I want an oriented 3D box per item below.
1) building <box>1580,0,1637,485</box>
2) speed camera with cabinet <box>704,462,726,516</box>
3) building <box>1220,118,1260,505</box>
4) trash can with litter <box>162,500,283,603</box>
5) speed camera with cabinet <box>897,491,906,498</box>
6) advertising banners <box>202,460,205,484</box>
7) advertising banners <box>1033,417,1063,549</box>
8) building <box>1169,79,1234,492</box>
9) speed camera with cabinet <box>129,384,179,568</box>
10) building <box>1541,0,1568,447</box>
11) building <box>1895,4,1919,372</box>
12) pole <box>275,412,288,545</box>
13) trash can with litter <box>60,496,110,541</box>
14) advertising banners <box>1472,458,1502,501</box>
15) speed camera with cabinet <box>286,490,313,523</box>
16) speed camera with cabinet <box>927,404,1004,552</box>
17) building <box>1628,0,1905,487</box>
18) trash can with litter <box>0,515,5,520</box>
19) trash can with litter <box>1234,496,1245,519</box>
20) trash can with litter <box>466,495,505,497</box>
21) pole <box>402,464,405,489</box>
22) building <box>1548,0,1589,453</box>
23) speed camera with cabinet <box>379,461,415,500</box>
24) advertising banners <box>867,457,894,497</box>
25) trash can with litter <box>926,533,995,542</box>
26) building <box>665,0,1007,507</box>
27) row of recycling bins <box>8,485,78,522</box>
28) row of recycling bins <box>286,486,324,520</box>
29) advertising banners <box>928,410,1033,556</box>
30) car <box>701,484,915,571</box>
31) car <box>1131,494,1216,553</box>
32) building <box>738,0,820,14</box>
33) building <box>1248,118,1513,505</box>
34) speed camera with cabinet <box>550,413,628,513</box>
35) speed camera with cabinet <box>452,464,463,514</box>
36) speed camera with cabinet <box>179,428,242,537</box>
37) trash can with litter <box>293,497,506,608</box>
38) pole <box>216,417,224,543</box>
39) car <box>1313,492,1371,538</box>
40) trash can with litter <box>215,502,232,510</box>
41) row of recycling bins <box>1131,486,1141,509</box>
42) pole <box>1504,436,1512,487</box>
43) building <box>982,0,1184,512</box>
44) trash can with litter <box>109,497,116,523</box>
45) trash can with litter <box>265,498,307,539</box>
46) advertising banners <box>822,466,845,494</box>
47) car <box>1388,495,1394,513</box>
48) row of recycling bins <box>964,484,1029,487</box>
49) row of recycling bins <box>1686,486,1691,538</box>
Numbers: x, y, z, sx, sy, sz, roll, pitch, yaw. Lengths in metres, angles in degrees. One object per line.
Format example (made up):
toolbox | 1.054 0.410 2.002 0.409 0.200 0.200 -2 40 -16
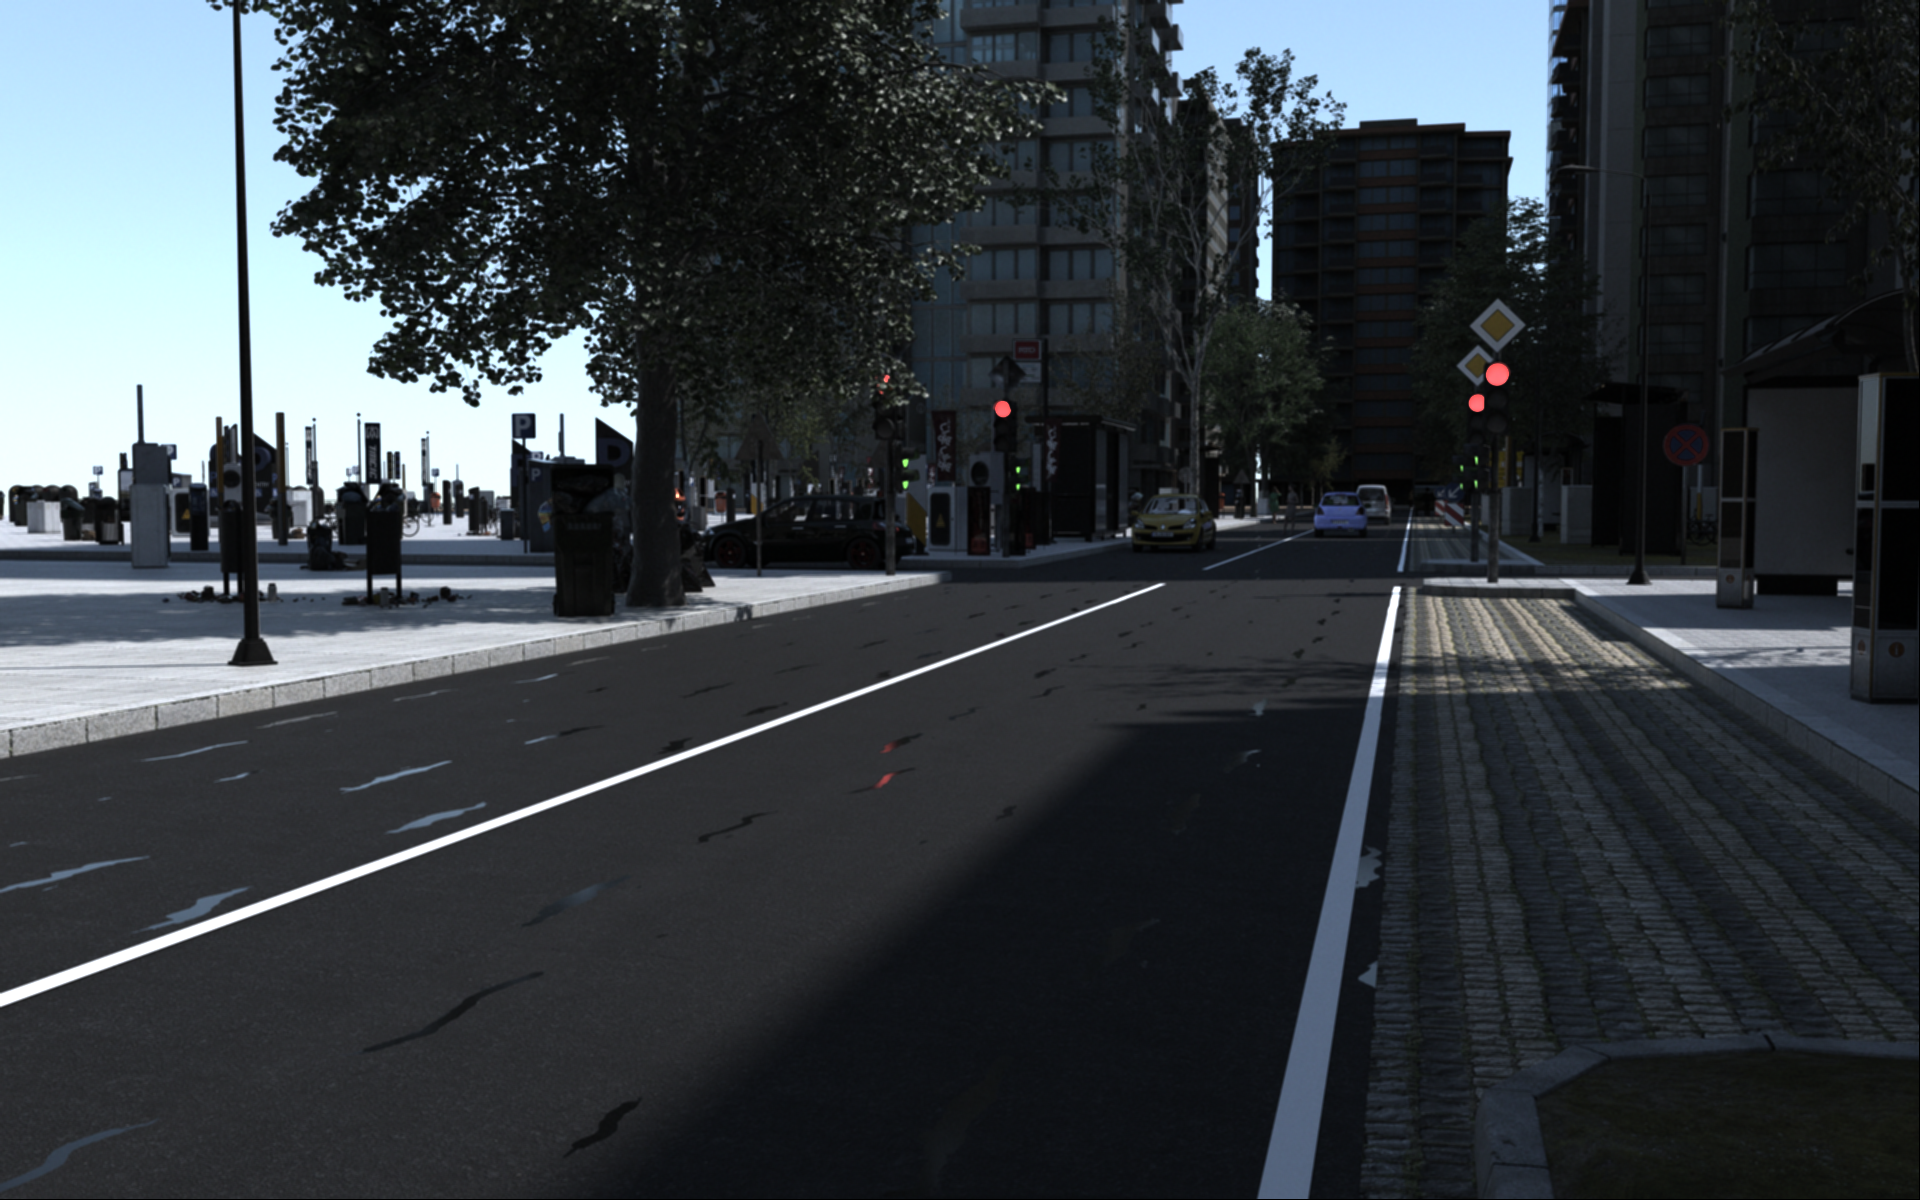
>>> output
building | 55.830 -35.559 123.381 21.231 58.520 28.212 1 4 15
speed camera with cabinet | -14.613 -6.701 103.892 2.038 3.252 0.660 2 4 30
building | 28.020 -34.077 207.262 14.200 45.320 14.600 1 4 15
trash can with litter | -8.891 -0.615 21.116 1.678 1.210 2.233 -3 5 -41
speed camera with cabinet | -2.508 -5.508 84.386 0.660 3.252 2.038 1 4 16
advertising banners | -39.502 -5.740 90.035 0.090 3.025 2.074 -2 4 -35
advertising banners | 1.546 -2.690 40.173 2.074 3.025 0.090 3 5 41
building | 12.747 -28.793 162.644 23.993 40.220 32.217 1 4 15
speed camera with cabinet | -14.370 -2.228 30.766 0.660 3.252 2.038 -1 4 -22
building | 78.828 -54.054 196.448 31.000 86.520 22.319 1 4 15
building | 38.021 -36.980 42.868 20.611 71.187 20.563 1 4 15
pole | -16.928 -3.019 43.209 0.158 3.312 0.155 0 3 0
trash can with litter | -24.190 -2.221 47.694 1.055 1.170 0.624 0 4 5
advertising banners | 24.285 -5.059 78.903 2.074 3.025 0.090 2 4 31
speed camera with cabinet | -29.585 -5.006 76.181 0.660 3.252 2.038 3 4 38
speed camera with cabinet | 0.146 -2.713 38.695 0.660 3.252 2.038 -3 5 -44
building | 43.705 -19.719 94.101 14.160 30.474 14.107 1 4 15
trash can with litter | -47.821 -4.540 85.612 1.055 1.170 0.624 0 4 -3
trash can with litter | 14.494 -4.829 90.347 0.624 1.170 1.055 0 4 -7
trash can with litter | -14.848 -2.629 54.035 1.678 1.210 2.233 -2 4 -29
pole | -37.401 -7.502 116.501 0.158 3.312 0.155 0 3 0
building | 63.402 -30.382 151.373 22.147 44.769 28.867 1 4 15
speed camera with cabinet | -33.512 -6.649 103.053 2.038 3.252 0.660 -1 4 -21
advertising banners | -3.793 -5.270 82.357 0.090 3.025 2.074 3 4 36
trash can with litter | 0.181 -2.158 46.345 2.233 1.210 1.678 -1 4 -23
building | -13.131 -33.834 172.793 30.456 49.044 23.786 1 4 15
row of recycling bins | -41.896 -4.409 79.203 3.534 1.692 1.069 1 4 14
row of recycling bins | -33.597 -4.917 87.501 3.534 1.692 1.069 2 4 24
advertising banners | 0.423 -2.442 36.121 2.074 3.025 0.090 1 4 8
car | -2.944 -1.418 32.963 4.222 1.686 2.009 1 4 13
car | 5.424 -2.052 43.769 2.015 1.641 3.980 1 4 15
building | -16.099 -47.874 220.996 20.611 71.187 20.563 1 4 15
building | 49.859 -33.704 205.676 28.867 44.769 22.147 1 4 15
speed camera with cabinet | -9.067 -2.935 42.321 2.038 3.252 0.660 2 4 31
speed camera with cabinet | -32.187 -7.284 113.429 2.038 3.252 0.660 -1 4 -16
speed camera with cabinet | -22.526 -3.521 51.908 2.038 3.252 0.660 -1 4 -13
trash can with litter | -6.500 -0.584 20.599 1.678 1.210 2.233 1 4 22
pole | -19.511 -3.171 45.691 0.158 3.312 0.155 0 3 0
car | 12.829 -2.976 58.250 1.945 1.707 3.694 1 4 14
trash can with litter | -22.362 -2.574 53.478 1.055 1.170 0.624 -3 5 -45
row of recycling bins | 8.747 -5.190 91.967 1.069 1.692 3.534 -1 4 -11
pole | 19.278 -4.105 60.965 0.158 3.312 0.155 0 3 0
building | 4.154 -31.025 126.867 23.786 49.044 30.456 1 4 15
trash can with litter | -37.472 -3.979 76.446 0.624 1.170 1.055 -2 4 -35
trash can with litter | -19.179 -2.319 49.302 0.624 1.170 1.055 2 4 29
advertising banners | -8.166 -6.896 108.935 2.074 3.025 0.090 -2 4 -26
car | 33.104 -7.574 136.197 2.083 1.381 4.827 1 4 16
row of recycling bins | 1.575 -4.175 75.375 3.534 1.692 1.069 2 4 32
row of recycling bins | 20.769 -2.675 50.842 1.069 1.692 3.534 1 4 18
